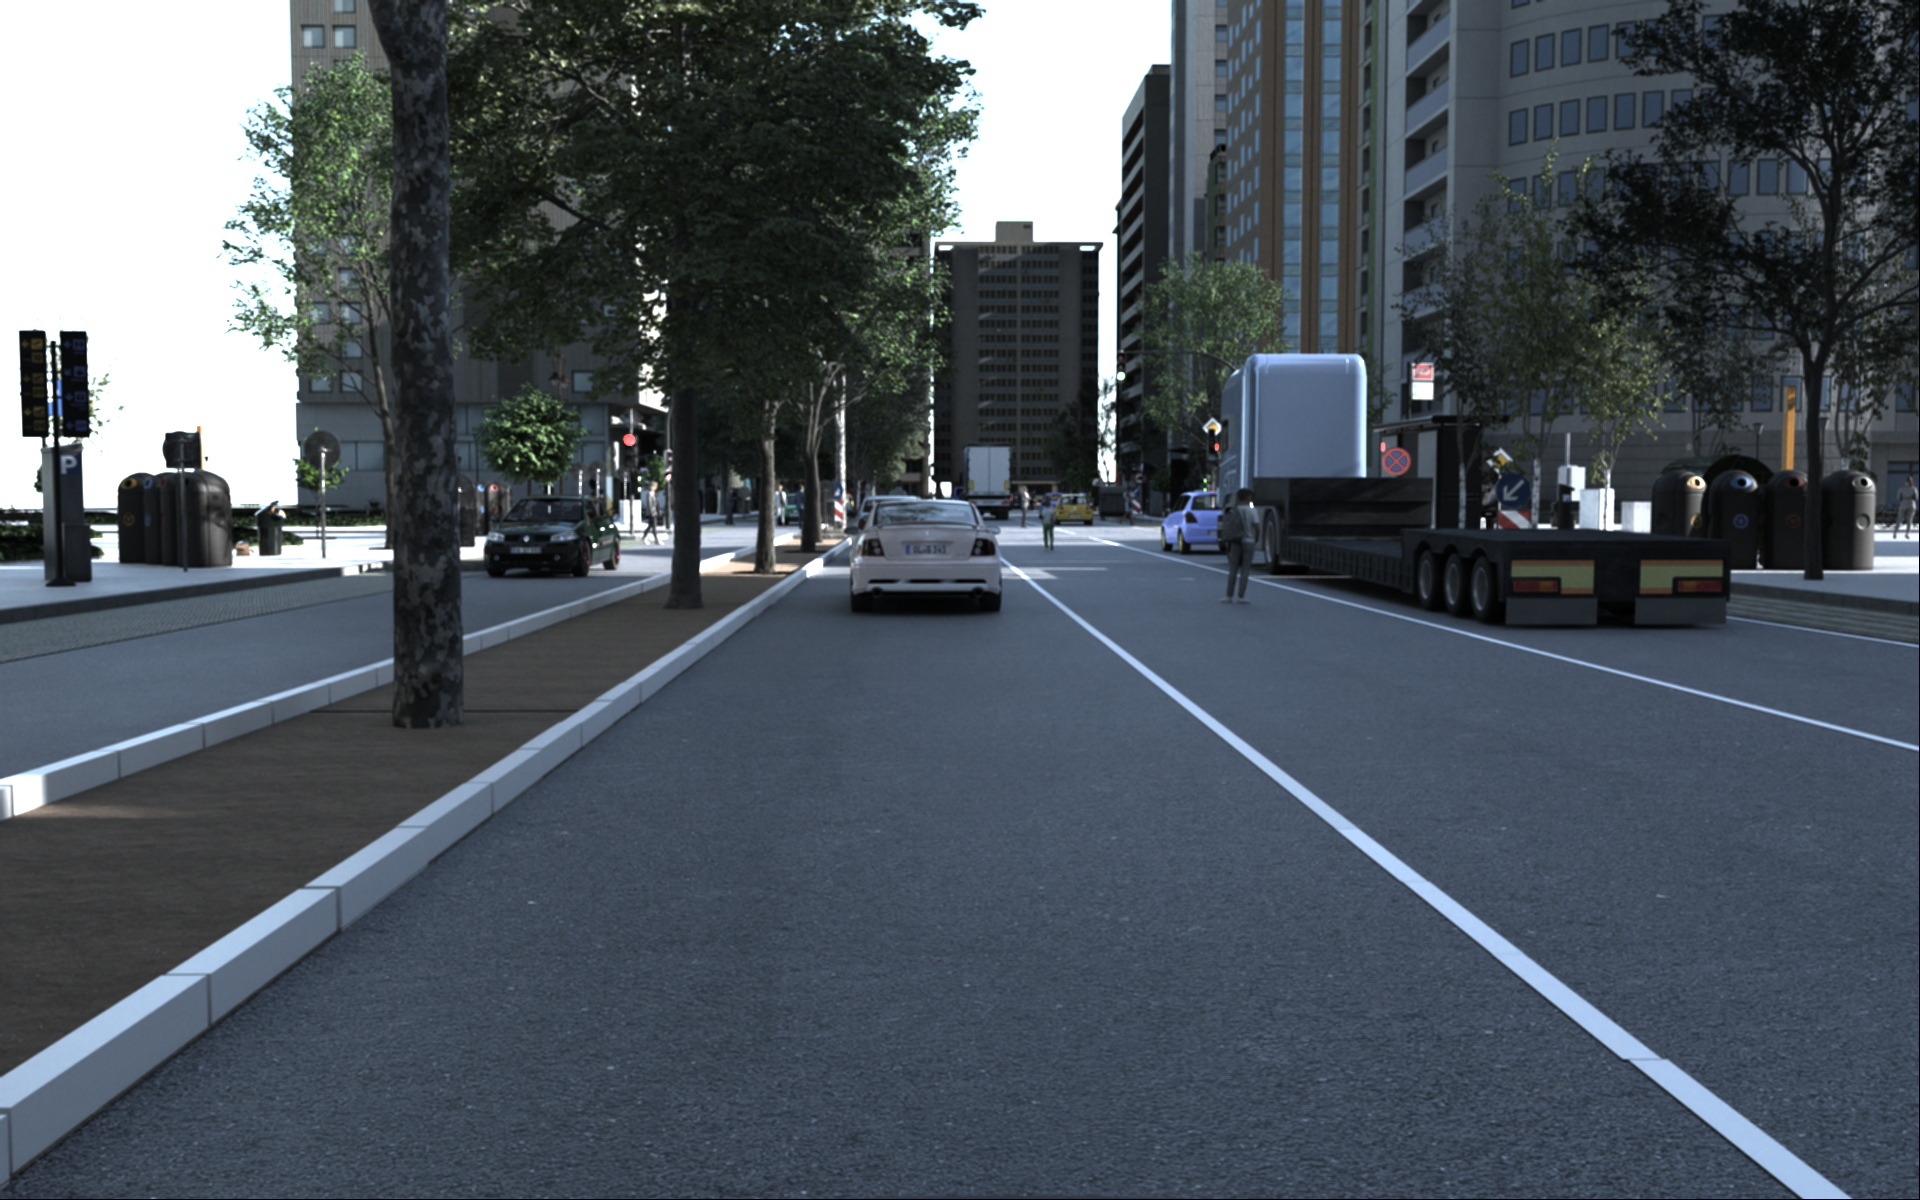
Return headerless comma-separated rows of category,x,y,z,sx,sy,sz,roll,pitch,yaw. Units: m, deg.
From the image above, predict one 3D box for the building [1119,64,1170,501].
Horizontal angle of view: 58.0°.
building,29.693,-34.799,192.668,21.300,48.544,21.600,0,4,-1

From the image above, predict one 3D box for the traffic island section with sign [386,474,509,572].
traffic island section with sign,-9.555,-1.470,32.662,1.989,1.847,2.006,0,4,-1

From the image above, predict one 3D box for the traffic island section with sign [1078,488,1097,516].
traffic island section with sign,7.989,-6.503,114.953,1.989,1.847,2.006,0,4,-1

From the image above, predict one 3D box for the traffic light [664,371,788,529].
traffic light,-8.481,-5.393,62.844,4.771,5.953,1.251,0,4,-1

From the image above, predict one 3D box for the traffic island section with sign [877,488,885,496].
traffic island section with sign,-6.327,-7.931,137.812,2.006,1.907,1.989,0,4,-1

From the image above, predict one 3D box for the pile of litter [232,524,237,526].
pile of litter,-27.810,-3.100,64.655,1.719,0.858,1.176,0,4,-6

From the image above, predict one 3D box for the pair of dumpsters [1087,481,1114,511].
pair of dumpsters,10.689,-8.059,134.259,1.574,2.255,4.437,0,4,-1

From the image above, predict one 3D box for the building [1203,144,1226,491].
building,27.444,-22.890,145.953,14.160,30.474,14.107,0,4,-1

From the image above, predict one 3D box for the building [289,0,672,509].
building,-39.677,-34.309,150.183,28.713,52.752,27.495,0,4,-1

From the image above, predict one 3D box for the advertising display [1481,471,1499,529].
advertising display,15.197,-2.716,49.628,0.123,1.923,0.974,-1,4,-9

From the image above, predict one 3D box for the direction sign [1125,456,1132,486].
direction sign,10.011,-6.796,103.115,0.379,3.537,0.876,2,4,31

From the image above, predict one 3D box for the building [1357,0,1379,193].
building,31.422,-25.793,105.303,14.154,41.232,14.086,0,4,-1

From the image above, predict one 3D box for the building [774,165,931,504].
building,-14.894,-37.814,241.958,21.600,48.544,21.300,0,4,-1

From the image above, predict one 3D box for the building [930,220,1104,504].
building,7.760,-34.063,248.810,23.993,40.220,32.217,0,4,-1

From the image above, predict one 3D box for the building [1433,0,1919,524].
building,36.035,-33.004,81.622,28.212,58.520,21.231,0,4,-1

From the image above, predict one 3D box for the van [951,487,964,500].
van,0.357,-9.165,154.237,2.240,2.365,5.245,0,4,-2

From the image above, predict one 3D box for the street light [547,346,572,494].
street light,-12.494,-4.980,54.210,0.468,5.910,1.993,0,4,-1

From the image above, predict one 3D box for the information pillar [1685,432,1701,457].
information pillar,27.953,-4.565,65.994,0.504,3.616,0.183,0,3,0

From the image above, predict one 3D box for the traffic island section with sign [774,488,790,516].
traffic island section with sign,-11.530,-6.472,114.444,1.989,1.847,2.006,0,4,-1

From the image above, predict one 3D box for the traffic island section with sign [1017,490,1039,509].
traffic island section with sign,6.771,-9.570,165.090,1.989,1.847,2.006,0,4,-1

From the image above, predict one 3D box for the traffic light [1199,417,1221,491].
traffic light,9.185,-4.546,63.250,0.839,4.253,0.868,0,4,-1

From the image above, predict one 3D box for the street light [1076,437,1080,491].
street light,9.474,-10.101,137.934,0.468,5.910,1.993,0,4,-1

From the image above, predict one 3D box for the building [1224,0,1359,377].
building,27.598,-29.179,127.195,14.600,45.320,14.200,0,4,-1

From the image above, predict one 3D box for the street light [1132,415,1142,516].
street light,10.302,-7.829,100.792,0.468,5.910,1.993,0,4,-1

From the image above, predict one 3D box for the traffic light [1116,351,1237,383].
traffic light,7.289,-4.918,55.075,4.771,5.953,1.251,0,4,-1

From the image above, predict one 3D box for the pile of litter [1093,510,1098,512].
pile of litter,10.038,-6.577,121.504,1.176,0.858,1.719,-2,4,-30

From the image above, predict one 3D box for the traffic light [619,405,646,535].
traffic light,-10.377,-4.028,54.776,0.839,4.253,0.868,0,4,-1

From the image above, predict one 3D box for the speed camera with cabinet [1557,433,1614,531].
speed camera with cabinet,20.107,-3.750,55.646,0.660,3.252,2.038,-1,4,-20

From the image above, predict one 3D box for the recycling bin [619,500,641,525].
recycling bin,-13.708,-3.632,71.943,0.722,1.027,0.722,-2,4,-25

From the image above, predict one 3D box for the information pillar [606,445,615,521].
information pillar,-16.616,-5.554,82.163,0.183,3.616,0.504,-3,5,-42

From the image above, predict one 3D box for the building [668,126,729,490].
building,-42.426,-53.649,189.832,31.000,86.520,22.319,0,4,-1

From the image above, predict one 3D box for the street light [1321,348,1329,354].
street light,11.470,-5.025,54.953,0.468,5.910,1.993,0,4,-1

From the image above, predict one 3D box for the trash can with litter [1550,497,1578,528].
trash can with litter,23.194,-3.372,66.512,1.055,1.170,0.624,2,4,24

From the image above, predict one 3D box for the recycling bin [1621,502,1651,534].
recycling bin,22.056,-2.684,56.437,0.722,1.027,0.722,-1,4,-8

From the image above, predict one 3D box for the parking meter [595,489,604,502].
parking meter,-16.278,-4.271,78.236,0.372,1.533,0.369,0,3,0

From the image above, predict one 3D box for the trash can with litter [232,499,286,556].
trash can with litter,-14.545,-1.497,35.860,1.055,1.170,0.624,-2,4,-27

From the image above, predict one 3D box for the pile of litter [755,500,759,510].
pile of litter,-15.937,-7.502,136.620,1.719,0.858,1.176,1,4,17

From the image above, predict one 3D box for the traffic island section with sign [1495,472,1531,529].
traffic island section with sign,9.971,-1.453,32.382,1.989,1.847,2.006,0,4,-1

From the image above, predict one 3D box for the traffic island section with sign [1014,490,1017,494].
traffic island section with sign,6.135,-11.218,192.037,1.989,1.847,2.006,0,4,-1

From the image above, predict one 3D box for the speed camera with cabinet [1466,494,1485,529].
speed camera with cabinet,18.879,-4.239,63.640,0.660,3.252,2.038,2,4,25

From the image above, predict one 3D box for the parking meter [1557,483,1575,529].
parking meter,14.300,-1.985,40.866,0.372,1.533,0.369,0,3,0

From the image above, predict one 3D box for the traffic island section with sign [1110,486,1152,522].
traffic island section with sign,8.644,-4.852,87.956,1.989,1.847,2.006,0,4,-1

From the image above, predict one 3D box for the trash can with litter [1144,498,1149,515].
trash can with litter,11.465,-5.734,105.134,0.624,1.170,1.055,-1,4,-16

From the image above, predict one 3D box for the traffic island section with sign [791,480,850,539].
traffic island section with sign,-4.335,-2.884,55.290,2.006,1.907,1.989,0,4,-1

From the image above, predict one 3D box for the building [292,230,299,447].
building,-65.110,-33.282,194.268,14.200,45.320,14.600,0,4,-1

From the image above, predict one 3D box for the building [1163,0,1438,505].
building,30.707,-38.190,166.401,21.231,58.520,28.212,0,4,-1

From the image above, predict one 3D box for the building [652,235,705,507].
building,-33.357,-24.505,172.351,14.160,30.474,14.107,0,4,-1

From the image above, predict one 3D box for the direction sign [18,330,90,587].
direction sign,-12.536,-1.960,24.039,0.876,3.537,0.379,-1,4,-9

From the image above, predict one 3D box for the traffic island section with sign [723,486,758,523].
traffic island section with sign,-10.880,-4.824,87.496,1.989,1.847,2.006,0,4,-1

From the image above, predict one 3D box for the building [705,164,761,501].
building,-40.972,-38.171,243.705,30.456,49.044,23.786,0,4,-1
